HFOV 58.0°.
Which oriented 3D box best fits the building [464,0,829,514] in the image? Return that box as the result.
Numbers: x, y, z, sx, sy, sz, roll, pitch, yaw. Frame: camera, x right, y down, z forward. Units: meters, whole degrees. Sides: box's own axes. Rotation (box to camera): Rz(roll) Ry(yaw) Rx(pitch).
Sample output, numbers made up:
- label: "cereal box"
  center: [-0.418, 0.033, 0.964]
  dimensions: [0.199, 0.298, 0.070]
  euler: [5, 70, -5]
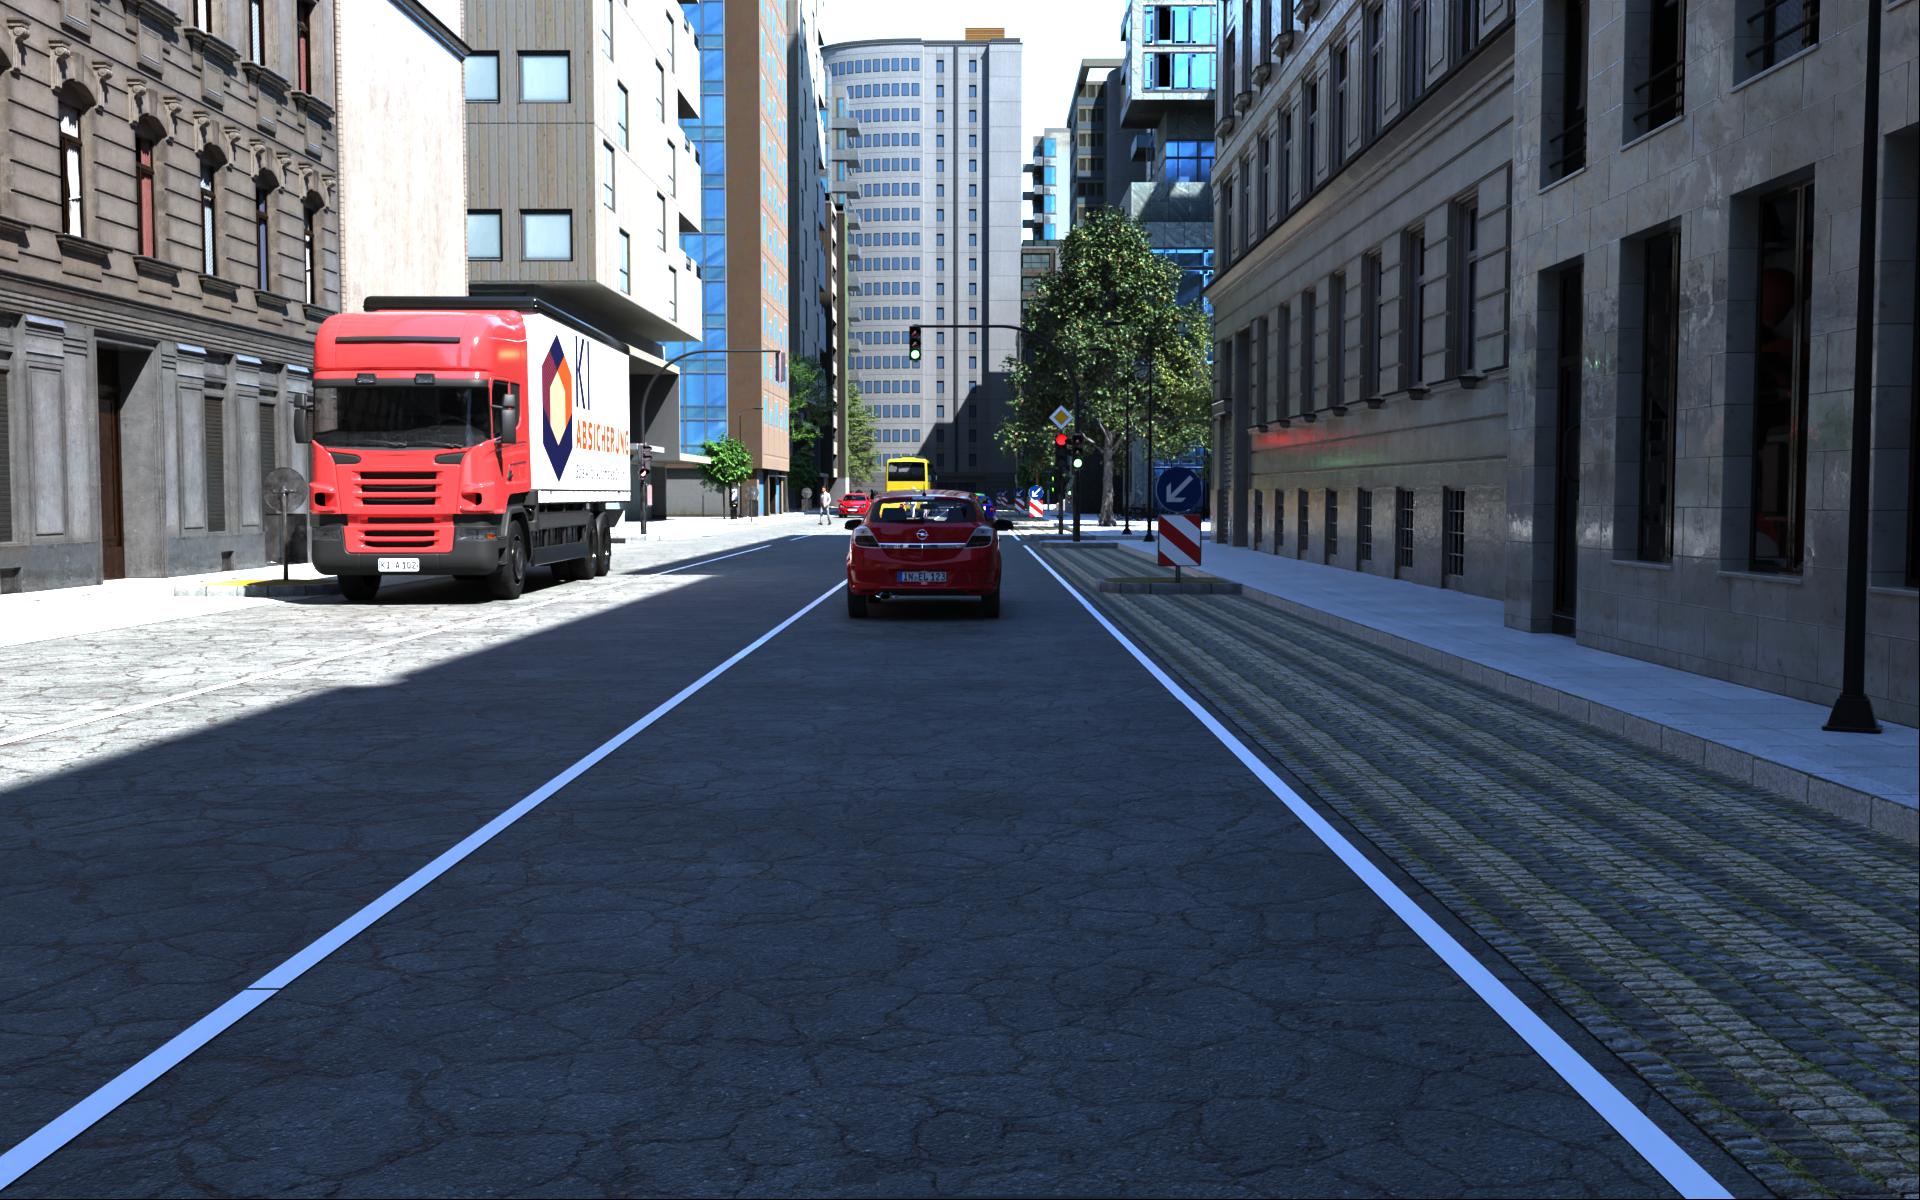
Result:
- label: "building"
  center: [-25.450, -33.898, 143.471]
  dimensions: [28.713, 52.752, 27.495]
  euler: [0, 4, 0]

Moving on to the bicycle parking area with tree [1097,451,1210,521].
- label: "bicycle parking area with tree"
  center: [11.327, -5.996, 85.044]
  dimensions: [9.016, 4.147, 8.231]
  euler: [0, 4, 3]

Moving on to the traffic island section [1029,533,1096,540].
- label: "traffic island section"
  center: [3.209, -1.986, 54.748]
  dimensions: [2.009, 0.180, 2.903]
  euler: [0, 4, 0]

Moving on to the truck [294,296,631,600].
- label: "truck"
  center: [-7.259, -2.322, 26.879]
  dimensions: [2.839, 4.237, 11.283]
  euler: [0, 4, -1]

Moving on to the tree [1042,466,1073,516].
- label: "tree"
  center: [5.687, -6.475, 100.474]
  dimensions: [1.663, 3.219, 1.824]
  euler: [0, 3, 0]

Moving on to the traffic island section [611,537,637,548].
- label: "traffic island section"
  center: [-10.082, -1.503, 46.851]
  dimensions: [2.009, 0.180, 2.903]
  euler: [0, 4, 0]

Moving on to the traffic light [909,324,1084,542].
- label: "traffic light"
  center: [1.027, -4.395, 46.522]
  dimensions: [4.771, 5.953, 1.251]
  euler: [0, 4, 0]

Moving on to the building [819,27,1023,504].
- label: "building"
  center: [-6.385, -41.637, 222.760]
  dimensions: [28.212, 58.520, 21.231]
  euler: [0, 4, 0]

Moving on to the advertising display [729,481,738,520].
- label: "advertising display"
  center: [-11.327, -4.981, 86.648]
  dimensions: [0.123, 1.923, 0.974]
  euler: [1, 4, 11]

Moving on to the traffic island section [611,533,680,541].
- label: "traffic island section"
  center: [-10.032, -1.991, 54.836]
  dimensions: [2.009, 0.180, 2.903]
  euler: [0, 4, 0]

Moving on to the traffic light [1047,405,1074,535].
- label: "traffic light"
  center: [3.169, -4.019, 54.635]
  dimensions: [0.839, 4.253, 0.868]
  euler: [0, 4, 0]

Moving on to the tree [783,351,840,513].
- label: "tree"
  center: [-12.061, -11.759, 118.019]
  dimensions: [9.928, 11.665, 9.643]
  euler: [0, 3, 0]

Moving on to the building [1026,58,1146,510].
- label: "building"
  center: [22.069, -27.964, 149.087]
  dimensions: [32.217, 40.220, 23.993]
  euler: [0, 4, 0]

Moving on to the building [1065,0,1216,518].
- label: "building"
  center: [18.493, -48.429, 104.479]
  dimensions: [22.319, 86.520, 31.000]
  euler: [0, 4, 0]

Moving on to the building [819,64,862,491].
- label: "building"
  center: [-26.561, -35.100, 193.492]
  dimensions: [30.456, 49.044, 23.786]
  euler: [0, 4, 0]

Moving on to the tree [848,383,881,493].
- label: "tree"
  center: [-11.816, -15.840, 177.110]
  dimensions: [7.486, 12.596, 7.792]
  euler: [0, 3, 0]

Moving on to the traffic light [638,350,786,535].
- label: "traffic light"
  center: [-7.900, -4.896, 54.723]
  dimensions: [4.771, 5.953, 1.251]
  euler: [0, 4, 0]

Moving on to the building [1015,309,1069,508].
- label: "building"
  center: [19.836, -20.251, 176.140]
  dimensions: [27.650, 21.520, 28.899]
  euler: [0, 4, 0]

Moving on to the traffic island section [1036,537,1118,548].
- label: "traffic island section"
  center: [3.159, -1.497, 46.764]
  dimensions: [2.009, 0.180, 2.903]
  euler: [0, 4, 0]

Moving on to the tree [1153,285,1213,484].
- label: "tree"
  center: [8.826, -6.564, 57.680]
  dimensions: [4.737, 8.622, 4.395]
  euler: [0, 3, 0]

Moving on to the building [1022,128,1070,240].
- label: "building"
  center: [23.176, -36.998, 224.531]
  dimensions: [30.456, 49.044, 23.786]
  euler: [0, 4, 0]

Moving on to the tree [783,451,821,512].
- label: "tree"
  center: [-11.881, -8.788, 127.389]
  dimensions: [4.285, 4.588, 4.351]
  euler: [0, 3, 0]

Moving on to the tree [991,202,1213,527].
- label: "tree"
  center: [5.938, -9.253, 68.297]
  dimensions: [9.611, 12.733, 9.660]
  euler: [0, 3, 0]

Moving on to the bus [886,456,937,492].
- label: "bus"
  center: [-3.084, -7.251, 110.103]
  dimensions: [2.896, 3.916, 12.252]
  euler: [0, 4, 1]

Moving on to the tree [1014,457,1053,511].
- label: "tree"
  center: [5.666, -9.136, 133.079]
  dimensions: [4.285, 4.588, 4.351]
  euler: [0, 3, 0]

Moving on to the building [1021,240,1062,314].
- label: "building"
  center: [13.865, -26.063, 197.835]
  dimensions: [14.160, 30.474, 14.107]
  euler: [0, 4, 0]

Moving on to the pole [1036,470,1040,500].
- label: "pole"
  center: [5.111, -7.324, 113.586]
  dimensions: [0.158, 3.312, 0.155]
  euler: [0, 3, 0]

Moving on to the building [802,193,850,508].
- label: "building"
  center: [-18.128, -24.074, 165.318]
  dimensions: [14.160, 30.474, 14.107]
  euler: [0, 4, 0]

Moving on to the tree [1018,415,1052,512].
- label: "tree"
  center: [6.190, -10.696, 125.236]
  dimensions: [4.360, 8.622, 3.978]
  euler: [0, 3, 0]

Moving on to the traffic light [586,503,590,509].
- label: "traffic light"
  center: [-10.042, -3.535, 46.716]
  dimensions: [0.839, 4.253, 0.868]
  euler: [0, 4, 0]

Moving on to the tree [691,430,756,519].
- label: "tree"
  center: [-12.169, -6.451, 89.193]
  dimensions: [4.285, 4.588, 4.351]
  euler: [0, 3, 0]
